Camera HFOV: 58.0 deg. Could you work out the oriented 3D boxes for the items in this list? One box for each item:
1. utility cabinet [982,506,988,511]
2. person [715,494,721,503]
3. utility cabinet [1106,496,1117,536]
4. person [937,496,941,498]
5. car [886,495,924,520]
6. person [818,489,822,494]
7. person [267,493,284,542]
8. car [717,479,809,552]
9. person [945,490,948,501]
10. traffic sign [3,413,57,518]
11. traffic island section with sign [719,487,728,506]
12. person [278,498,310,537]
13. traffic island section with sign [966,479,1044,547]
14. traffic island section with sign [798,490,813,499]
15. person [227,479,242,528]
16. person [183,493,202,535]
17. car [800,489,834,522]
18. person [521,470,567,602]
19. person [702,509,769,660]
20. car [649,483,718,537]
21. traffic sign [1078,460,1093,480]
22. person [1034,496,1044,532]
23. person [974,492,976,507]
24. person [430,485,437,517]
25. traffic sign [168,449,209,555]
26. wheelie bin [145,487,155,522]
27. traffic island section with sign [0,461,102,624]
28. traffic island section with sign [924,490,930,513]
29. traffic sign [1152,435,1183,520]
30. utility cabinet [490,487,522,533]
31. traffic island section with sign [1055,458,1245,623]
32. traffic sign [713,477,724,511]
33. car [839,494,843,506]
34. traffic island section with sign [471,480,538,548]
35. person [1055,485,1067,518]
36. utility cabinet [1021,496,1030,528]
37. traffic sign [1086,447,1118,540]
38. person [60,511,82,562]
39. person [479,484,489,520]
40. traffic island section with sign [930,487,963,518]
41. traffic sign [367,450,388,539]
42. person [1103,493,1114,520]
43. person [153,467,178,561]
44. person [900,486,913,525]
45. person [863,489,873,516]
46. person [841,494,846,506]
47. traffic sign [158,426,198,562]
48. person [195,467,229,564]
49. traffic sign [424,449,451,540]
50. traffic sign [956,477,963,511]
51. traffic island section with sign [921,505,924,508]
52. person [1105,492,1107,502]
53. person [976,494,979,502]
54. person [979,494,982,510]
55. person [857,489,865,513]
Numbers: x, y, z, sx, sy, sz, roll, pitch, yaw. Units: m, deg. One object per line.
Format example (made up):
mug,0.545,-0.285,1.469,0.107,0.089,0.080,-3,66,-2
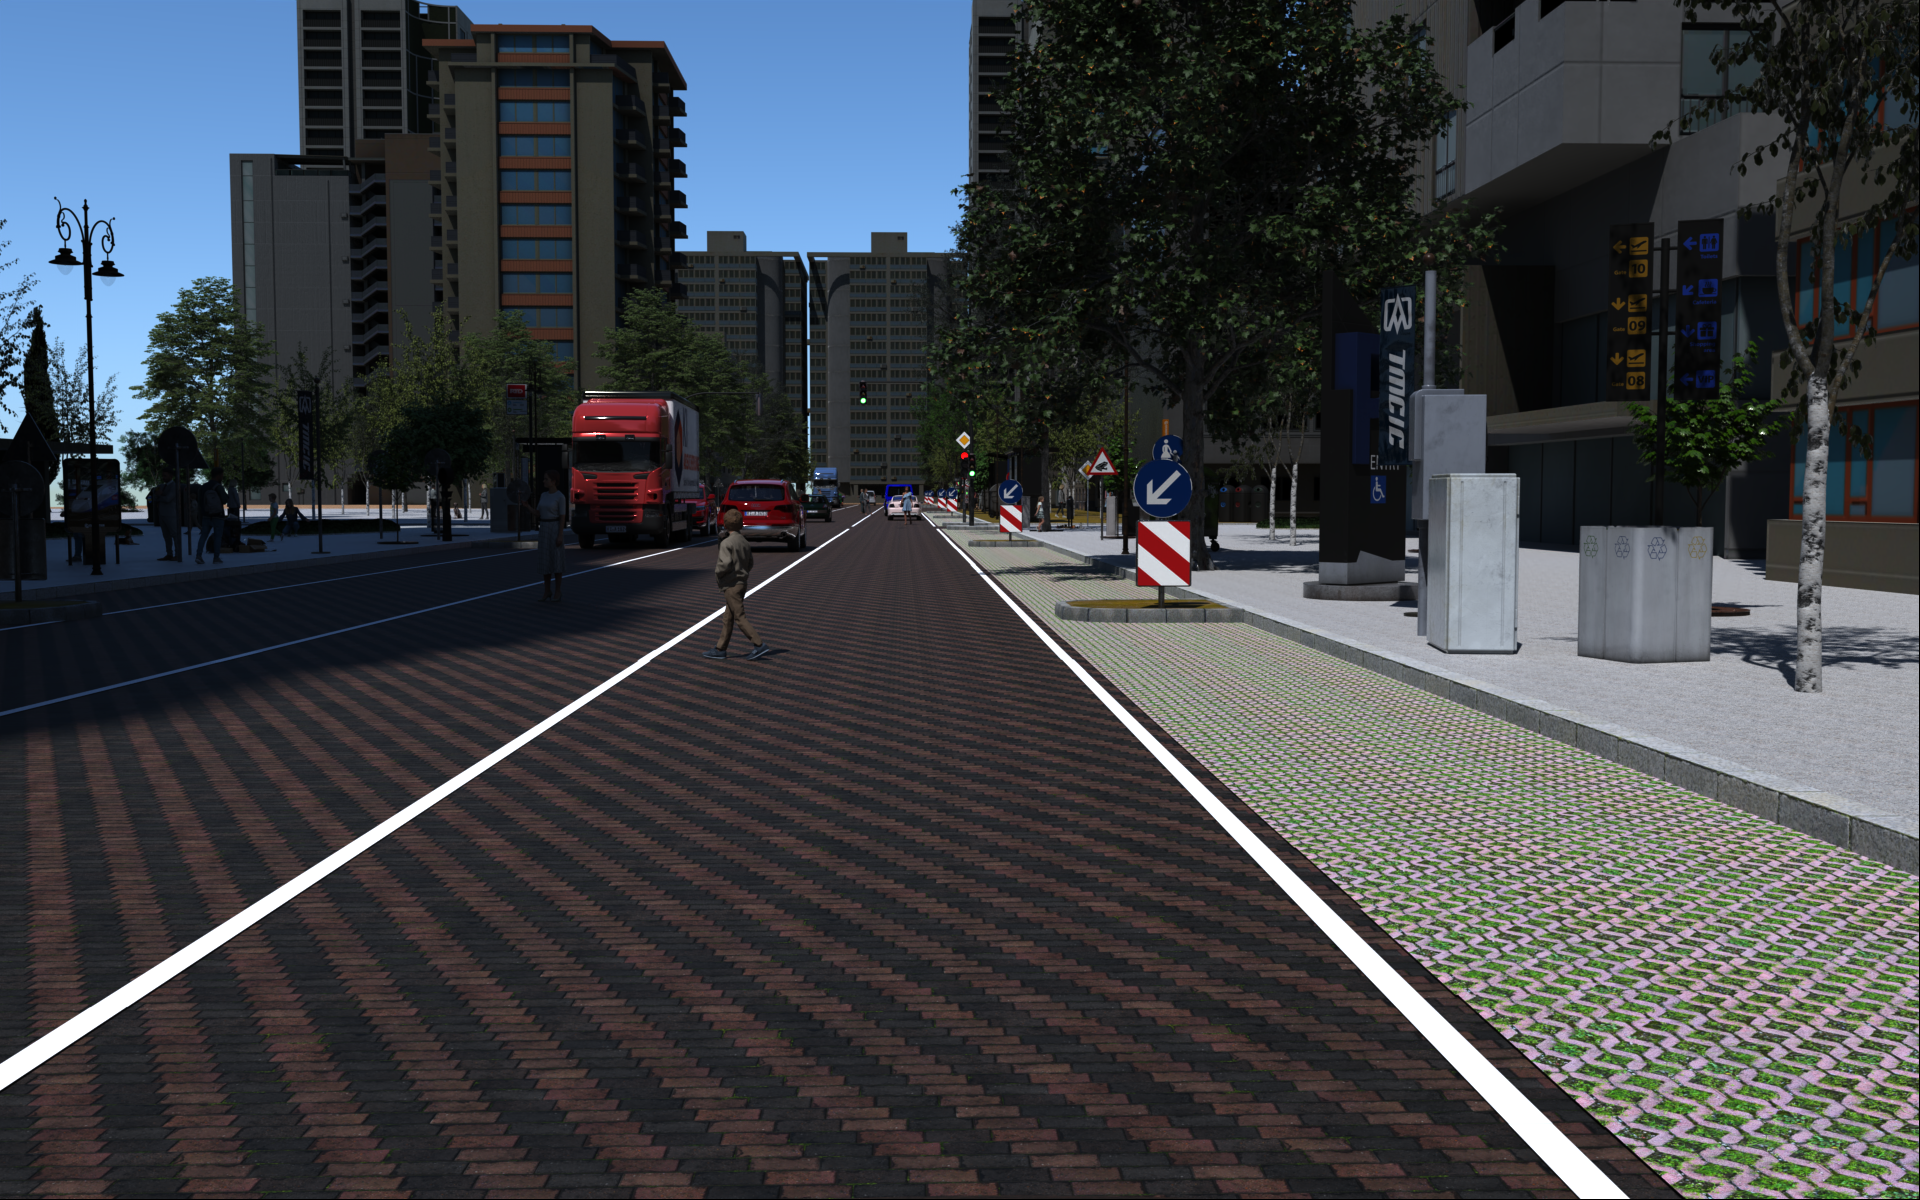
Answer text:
utility cabinet,2.182,-7.242,127.092,1.173,1.500,0.318,-1,4,-21
person,-24.814,-10.538,179.065,1.217,1.743,0.721,1,4,22
utility cabinet,4.714,-2.613,53.878,0.306,1.237,1.020,1,4,8
person,-2.466,-13.487,227.383,1.217,1.723,0.721,3,4,39
car,-3.043,-5.079,95.408,2.083,1.381,4.827,0,4,-1
person,-10.267,-7.287,127.826,0.473,1.802,0.592,3,5,44
person,-18.442,-2.223,46.641,0.306,1.304,0.590,2,4,28
car,-5.047,-2.192,44.513,2.281,1.827,5.304,0,4,-2
person,-1.609,-11.748,198.842,1.217,1.735,0.721,-1,4,-17
traffic sign,-14.849,-1.691,27.644,0.884,2.594,0.081,0,4,3
traffic island section with sign,-13.804,-5.706,101.915,1.989,1.847,2.006,0,4,-2
person,-20.053,-2.482,52.125,1.012,1.151,0.738,0,4,-7
traffic island section with sign,1.232,-2.370,47.372,1.989,1.847,2.006,0,4,-2
traffic island section with sign,-16.373,-10.441,179.336,1.989,1.847,2.006,0,4,-2
person,-25.035,-3.262,59.561,0.709,1.800,0.728,3,5,42
person,-24.260,-2.724,54.853,0.640,1.303,0.475,-2,4,-27
car,-7.489,-4.837,88.870,2.009,1.686,4.222,0,4,-2
person,-5.521,-0.857,23.079,0.480,1.755,0.524,2,4,27
person,-1.952,-0.133,14.954,0.640,1.303,0.475,1,4,11
car,-9.575,-3.145,60.086,2.281,1.827,5.304,0,4,-4
traffic sign,4.954,-4.104,66.833,0.795,2.593,0.064,0,4,1
person,2.653,-2.901,58.481,0.382,1.210,0.505,-1,4,-11
person,1.296,-9.380,160.120,0.721,1.743,1.217,0,4,-8
person,-28.979,-5.464,95.554,0.511,1.800,0.466,2,4,23
traffic sign,-16.194,-2.223,36.348,0.884,2.594,0.081,0,4,1
wheelie bin,-36.362,-4.308,78.351,0.693,1.594,0.980,0,4,-5
traffic island section with sign,-11.083,-0.687,19.868,1.989,1.847,2.006,0,4,-2
traffic island section with sign,-1.486,-7.379,129.282,1.989,1.847,2.006,0,4,-2
traffic sign,4.518,-2.273,37.267,0.768,2.556,0.104,0,4,3
utility cabinet,-14.958,-2.957,57.022,1.173,1.500,0.318,2,4,32
traffic island section with sign,2.130,-0.700,20.075,1.989,1.847,2.006,0,4,-2
traffic sign,-18.295,-8.022,131.158,0.884,2.594,0.081,0,4,4
car,-15.112,-12.365,210.968,1.959,1.807,4.718,0,4,-4
traffic island section with sign,-11.983,-2.335,46.808,1.989,1.847,2.006,0,4,-2
person,5.542,-5.399,94.505,0.728,1.800,0.709,1,4,23
utility cabinet,2.513,-3.353,65.984,0.306,1.237,1.020,0,4,-1
traffic sign,3.943,-2.937,48.031,0.884,2.594,0.081,0,4,4
person,-16.595,-1.602,32.591,0.721,1.781,0.623,-3,5,-39
person,-24.036,-4.959,87.312,0.526,1.800,0.537,-1,4,-19
traffic island section with sign,-0.598,-5.732,102.342,1.989,1.847,2.006,0,4,-2
traffic sign,-16.620,-3.031,49.664,0.768,2.556,0.104,0,4,5
person,7.391,-4.814,84.839,0.778,1.811,0.616,2,4,34
person,-15.246,-1.653,33.244,0.511,1.800,0.466,1,4,21
person,-2.504,-4.436,81.129,0.616,1.811,0.778,1,4,17
person,-6.153,-6.534,115.599,0.573,1.790,0.520,3,4,36
person,-13.552,-11.585,201.145,0.421,1.427,0.697,3,5,42
traffic sign,-14.696,-1.984,32.547,0.768,2.556,0.104,0,4,3
person,-13.760,-1.561,31.913,0.623,1.781,0.721,0,4,1
traffic sign,-14.635,-2.962,48.537,0.768,2.556,0.104,0,4,3
traffic sign,0.081,-8.088,132.344,0.768,2.556,0.104,0,4,1
traffic island section with sign,-3.167,-10.479,179.955,1.989,1.847,2.006,0,4,-2
person,8.318,-5.510,96.134,0.555,1.821,0.388,0,4,-7
person,2.301,-12.027,203.420,1.217,1.736,0.721,-1,4,-18
person,1.755,-8.211,140.470,0.466,1.800,0.511,0,4,8
person,-7.338,-7.336,128.614,0.590,1.801,0.661,-2,4,-23
